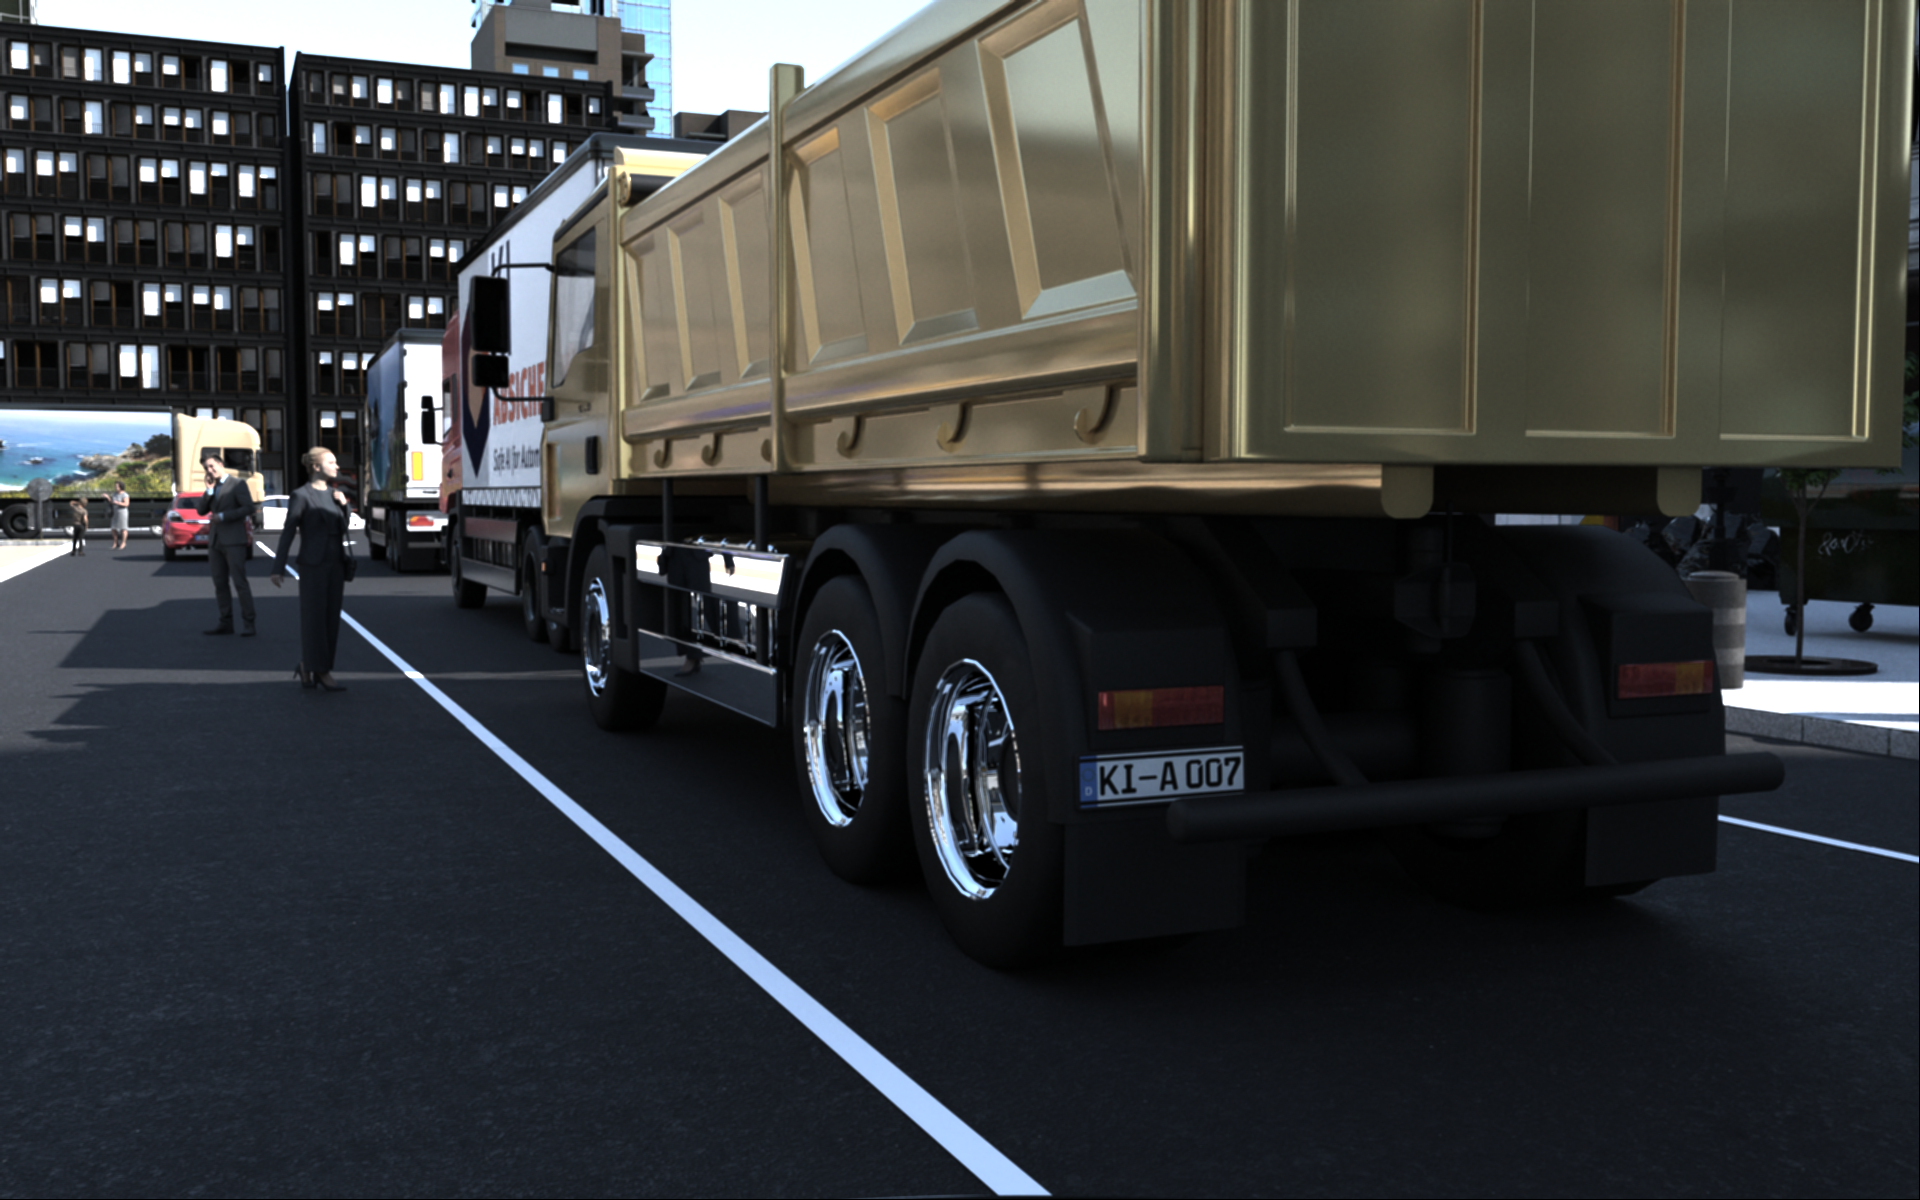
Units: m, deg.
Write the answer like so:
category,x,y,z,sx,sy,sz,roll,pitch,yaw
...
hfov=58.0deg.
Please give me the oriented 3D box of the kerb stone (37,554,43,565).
category,x,y,z,sx,sy,sz,roll,pitch,yaw
kerb stone,-18.711,-0.786,35.049,0.120,0.150,1.000,-2,4,-24

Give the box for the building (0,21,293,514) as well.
category,x,y,z,sx,sy,sz,roll,pitch,yaw
building,-42.132,-15.713,86.584,15.834,23.373,12.332,-2,4,-24

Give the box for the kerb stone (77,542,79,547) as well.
category,x,y,z,sx,sy,sz,roll,pitch,yaw
kerb stone,-23.247,-1.419,45.396,0.120,0.150,1.000,-2,4,-24

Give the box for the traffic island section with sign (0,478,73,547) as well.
category,x,y,z,sx,sy,sz,roll,pitch,yaw
traffic island section with sign,-25.578,-2.442,48.056,2.006,1.907,1.989,-2,4,-24

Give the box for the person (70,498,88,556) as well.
category,x,y,z,sx,sy,sz,roll,pitch,yaw
person,-20.474,-1.701,40.225,0.435,1.345,0.340,-1,4,-15

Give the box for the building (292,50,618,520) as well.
category,x,y,z,sx,sy,sz,roll,pitch,yaw
building,-27.371,-16.150,93.736,15.834,23.373,12.332,-2,4,-24

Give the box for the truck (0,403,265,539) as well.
category,x,y,z,sx,sy,sz,roll,pitch,yaw
truck,-27.591,-4.058,55.258,11.283,4.237,2.839,-2,4,-25

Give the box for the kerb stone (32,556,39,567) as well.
category,x,y,z,sx,sy,sz,roll,pitch,yaw
kerb stone,-18.301,-0.728,34.100,0.120,0.150,1.000,-2,4,-24

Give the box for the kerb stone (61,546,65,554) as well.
category,x,y,z,sx,sy,sz,roll,pitch,yaw
kerb stone,-21.187,-1.130,40.684,0.120,0.150,1.000,-2,4,-24

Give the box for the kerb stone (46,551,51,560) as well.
category,x,y,z,sx,sy,sz,roll,pitch,yaw
kerb stone,-19.542,-0.899,36.923,0.120,0.150,1.000,-2,4,-24

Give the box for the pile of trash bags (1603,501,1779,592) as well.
category,x,y,z,sx,sy,sz,roll,pitch,yaw
pile of trash bags,9.416,-0.806,22.923,3.447,1.369,1.912,-2,4,-33

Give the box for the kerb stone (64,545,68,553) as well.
category,x,y,z,sx,sy,sz,roll,pitch,yaw
kerb stone,-21.597,-1.188,41.632,0.120,0.150,1.000,-2,4,-24

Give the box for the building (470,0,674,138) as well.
category,x,y,z,sx,sy,sz,roll,pitch,yaw
building,-42.123,-53.058,180.168,22.319,86.520,31.000,-2,4,-24

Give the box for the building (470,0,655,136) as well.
category,x,y,z,sx,sy,sz,roll,pitch,yaw
building,-36.554,-31.137,159.204,14.600,45.320,14.200,-2,4,-24

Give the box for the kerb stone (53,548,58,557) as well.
category,x,y,z,sx,sy,sz,roll,pitch,yaw
kerb stone,-20.366,-1.016,38.800,0.120,0.150,1.000,-2,4,-24

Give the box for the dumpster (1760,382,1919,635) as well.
category,x,y,z,sx,sy,sz,roll,pitch,yaw
dumpster,8.318,-0.774,15.150,1.502,2.255,1.985,-2,4,-24

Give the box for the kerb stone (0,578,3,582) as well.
category,x,y,z,sx,sy,sz,roll,pitch,yaw
kerb stone,-16.235,-0.439,29.399,0.120,0.150,1.000,-2,4,-24

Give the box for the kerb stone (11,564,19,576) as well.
category,x,y,z,sx,sy,sz,roll,pitch,yaw
kerb stone,-16.649,-0.493,30.337,0.120,0.150,1.000,-2,4,-24

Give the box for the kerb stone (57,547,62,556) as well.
category,x,y,z,sx,sy,sz,roll,pitch,yaw
kerb stone,-20.775,-1.073,39.746,0.120,0.150,1.000,-2,4,-24

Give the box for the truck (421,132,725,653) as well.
category,x,y,z,sx,sy,sz,roll,pitch,yaw
truck,-3.939,-1.844,19.056,2.839,4.237,11.283,-2,4,-23

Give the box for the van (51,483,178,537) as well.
category,x,y,z,sx,sy,sz,roll,pitch,yaw
van,-29.053,-3.218,59.624,4.112,2.044,2.013,-2,4,-24

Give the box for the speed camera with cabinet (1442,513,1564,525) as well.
category,x,y,z,sx,sy,sz,roll,pitch,yaw
speed camera with cabinet,5.758,-1.458,18.173,0.660,3.252,2.038,-2,4,-27

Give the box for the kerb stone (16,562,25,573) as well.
category,x,y,z,sx,sy,sz,roll,pitch,yaw
kerb stone,-17.057,-0.555,31.277,0.120,0.150,1.000,-2,4,-24

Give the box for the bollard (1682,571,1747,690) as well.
category,x,y,z,sx,sy,sz,roll,pitch,yaw
bollard,5.013,0.194,11.540,0.404,0.777,0.398,0,3,0

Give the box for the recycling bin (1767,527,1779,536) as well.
category,x,y,z,sx,sy,sz,roll,pitch,yaw
recycling bin,19.723,-1.770,41.498,0.722,1.027,0.722,-1,4,-16

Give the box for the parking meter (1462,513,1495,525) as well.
category,x,y,z,sx,sy,sz,roll,pitch,yaw
parking meter,4.628,-0.596,15.463,0.255,1.863,0.399,1,4,23

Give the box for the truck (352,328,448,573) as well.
category,x,y,z,sx,sy,sz,roll,pitch,yaw
truck,-10.491,-2.816,34.949,2.839,4.237,11.283,-1,4,-22

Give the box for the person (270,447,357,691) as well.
category,x,y,z,sx,sy,sz,roll,pitch,yaw
person,-4.727,-0.228,12.651,0.534,1.772,0.576,0,4,6

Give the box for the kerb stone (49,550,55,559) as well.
category,x,y,z,sx,sy,sz,roll,pitch,yaw
kerb stone,-19.945,-0.955,37.866,0.120,0.150,1.000,-2,4,-24

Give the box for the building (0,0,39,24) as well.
category,x,y,z,sx,sy,sz,roll,pitch,yaw
building,-131.145,-48.119,224.995,20.611,71.187,20.563,-2,4,-24

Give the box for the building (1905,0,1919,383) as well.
category,x,y,z,sx,sy,sz,roll,pitch,yaw
building,18.194,-10.867,28.593,10.553,20.767,40.483,-2,4,-24

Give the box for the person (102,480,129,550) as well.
category,x,y,z,sx,sy,sz,roll,pitch,yaw
person,-21.804,-2.190,44.658,0.716,1.782,0.532,1,4,23

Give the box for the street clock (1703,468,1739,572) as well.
category,x,y,z,sx,sy,sz,roll,pitch,yaw
street clock,8.076,-0.846,18.404,0.358,2.002,0.471,2,4,35

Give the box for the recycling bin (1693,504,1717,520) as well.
category,x,y,z,sx,sy,sz,roll,pitch,yaw
recycling bin,18.755,-1.910,43.781,0.722,1.027,0.722,-3,5,-40

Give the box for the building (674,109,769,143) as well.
category,x,y,z,sx,sy,sz,roll,pitch,yaw
building,-25.789,-33.525,198.251,14.200,45.320,14.600,-2,4,-24

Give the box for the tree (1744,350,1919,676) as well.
category,x,y,z,sx,sy,sz,roll,pitch,yaw
tree,6.257,-1.097,12.533,1.663,3.219,1.824,0,3,0

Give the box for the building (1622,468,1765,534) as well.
category,x,y,z,sx,sy,sz,roll,pitch,yaw
building,27.164,-13.364,48.184,15.834,23.373,12.332,-2,4,-24

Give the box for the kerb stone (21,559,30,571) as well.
category,x,y,z,sx,sy,sz,roll,pitch,yaw
kerb stone,-17.469,-0.613,32.220,0.120,0.150,1.000,-2,4,-24

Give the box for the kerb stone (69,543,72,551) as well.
category,x,y,z,sx,sy,sz,roll,pitch,yaw
kerb stone,-22.423,-1.304,43.509,0.120,0.150,1.000,-2,4,-24

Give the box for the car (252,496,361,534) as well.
category,x,y,z,sx,sy,sz,roll,pitch,yaw
car,-24.465,-3.119,63.362,4.827,1.381,2.083,-1,4,-22

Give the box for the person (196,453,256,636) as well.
category,x,y,z,sx,sy,sz,roll,pitch,yaw
person,-7.463,-0.567,17.579,0.655,1.846,0.447,1,4,22

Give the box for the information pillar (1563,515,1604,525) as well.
category,x,y,z,sx,sy,sz,roll,pitch,yaw
information pillar,5.777,-1.509,16.024,0.504,3.616,0.183,-2,4,-33

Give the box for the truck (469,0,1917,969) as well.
category,x,y,z,sx,sy,sz,roll,pitch,yaw
truck,-0.259,-0.800,9.002,3.469,3.379,9.791,-2,4,-23

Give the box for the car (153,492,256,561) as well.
category,x,y,z,sx,sy,sz,roll,pitch,yaw
car,-16.936,-1.826,38.902,2.155,1.783,4.494,-2,4,-25

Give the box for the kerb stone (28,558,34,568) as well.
category,x,y,z,sx,sy,sz,roll,pitch,yaw
kerb stone,-17.884,-0.670,33.157,0.120,0.150,1.000,-2,4,-24

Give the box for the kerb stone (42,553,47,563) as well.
category,x,y,z,sx,sy,sz,roll,pitch,yaw
kerb stone,-19.126,-0.842,35.986,0.120,0.150,1.000,-2,4,-24

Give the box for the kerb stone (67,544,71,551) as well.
category,x,y,z,sx,sy,sz,roll,pitch,yaw
kerb stone,-22.014,-1.246,42.569,0.120,0.150,1.000,-2,4,-24
